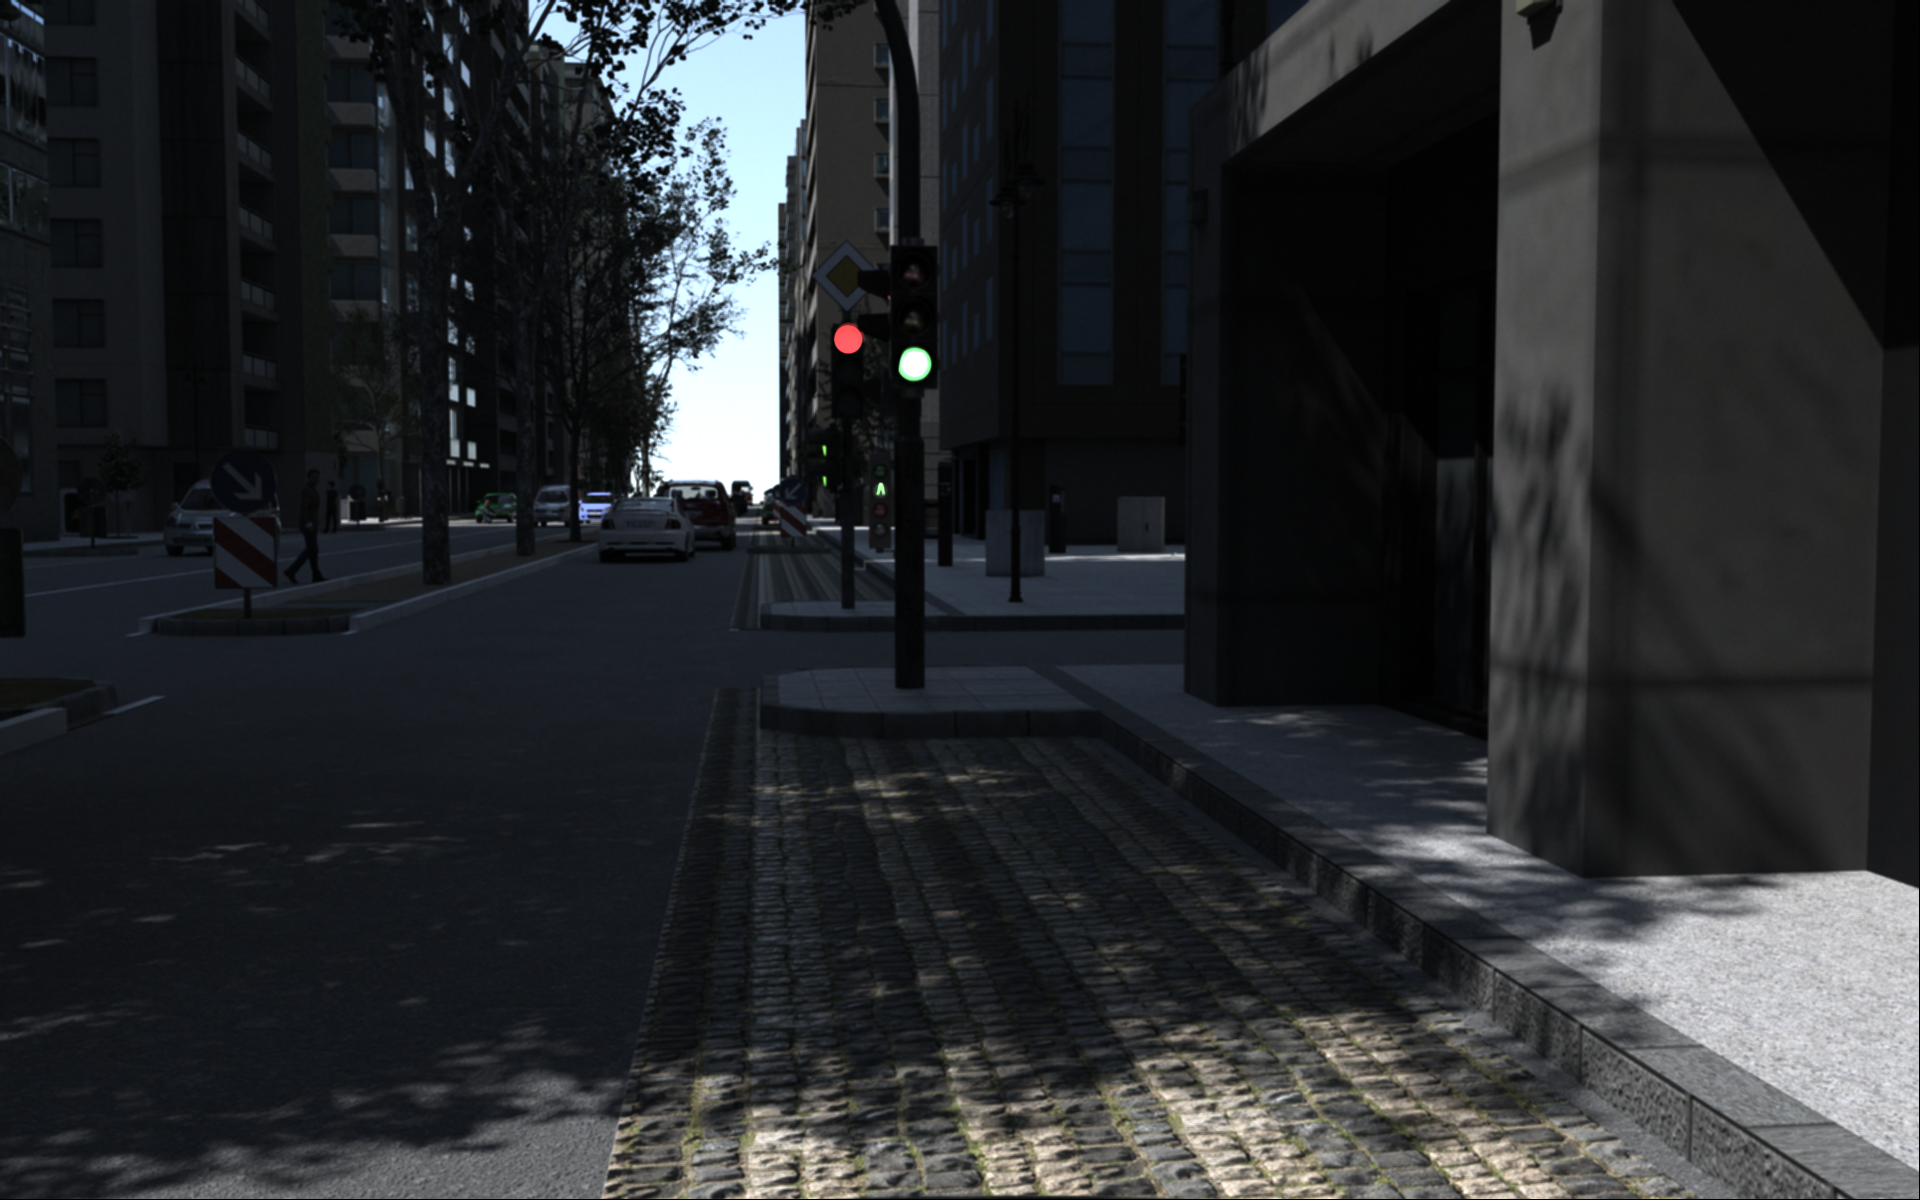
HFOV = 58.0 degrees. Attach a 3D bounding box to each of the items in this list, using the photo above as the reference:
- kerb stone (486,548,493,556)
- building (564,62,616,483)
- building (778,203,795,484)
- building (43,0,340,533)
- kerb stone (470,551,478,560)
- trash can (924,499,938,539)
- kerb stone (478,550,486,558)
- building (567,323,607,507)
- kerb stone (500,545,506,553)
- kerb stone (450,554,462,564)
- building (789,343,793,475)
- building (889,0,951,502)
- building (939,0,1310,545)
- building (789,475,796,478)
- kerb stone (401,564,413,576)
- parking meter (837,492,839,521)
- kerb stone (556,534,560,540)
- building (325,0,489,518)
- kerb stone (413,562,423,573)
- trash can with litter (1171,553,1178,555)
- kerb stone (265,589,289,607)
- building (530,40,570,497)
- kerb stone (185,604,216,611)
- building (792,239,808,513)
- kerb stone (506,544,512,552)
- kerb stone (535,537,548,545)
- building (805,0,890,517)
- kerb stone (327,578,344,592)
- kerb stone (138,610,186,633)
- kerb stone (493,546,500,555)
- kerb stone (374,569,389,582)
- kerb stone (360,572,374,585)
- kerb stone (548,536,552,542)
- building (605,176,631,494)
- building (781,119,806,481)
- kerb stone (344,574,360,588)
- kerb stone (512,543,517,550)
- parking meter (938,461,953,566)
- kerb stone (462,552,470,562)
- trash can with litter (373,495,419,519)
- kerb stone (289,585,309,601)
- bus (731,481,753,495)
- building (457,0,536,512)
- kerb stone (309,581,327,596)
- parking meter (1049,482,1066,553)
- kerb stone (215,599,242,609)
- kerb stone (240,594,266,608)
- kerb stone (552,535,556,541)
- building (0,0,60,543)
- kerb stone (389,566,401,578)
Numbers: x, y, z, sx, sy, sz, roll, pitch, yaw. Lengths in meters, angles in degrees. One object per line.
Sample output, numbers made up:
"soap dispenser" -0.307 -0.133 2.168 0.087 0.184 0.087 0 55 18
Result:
"kerb stone" -10.908 -1.062 39.702 0.120 0.150 1.000 0 4 -7
"building" -57.699 -38.293 215.324 28.713 52.752 27.495 0 4 -7
"building" -18.659 -34.378 245.679 14.154 41.232 14.086 0 4 -7
"building" -31.089 -23.066 60.726 14.154 41.232 14.086 0 4 -7
"kerb stone" -10.676 -0.946 37.662 0.120 0.150 1.000 0 4 -7
"trash can" -0.809 -2.334 49.808 0.748 1.137 0.748 0 3 0
"kerb stone" -10.791 -1.008 38.678 0.120 0.150 1.000 0 4 -7
"building" -53.677 -20.961 187.746 27.650 21.520 28.899 0 4 -7
"kerb stone" -11.141 -1.195 41.739 0.120 0.150 1.000 0 4 -7
"kerb stone" -10.440 -0.822 35.630 0.120 0.150 1.000 0 4 -7
"building" -5.023 -21.384 194.665 27.650 21.520 28.899 0 4 -7
"building" 7.280 -32.794 78.186 21.231 58.520 28.212 0 4 -7
"building" 6.988 -24.410 49.211 14.600 45.320 14.200 0 4 -7
"building" 0.401 -28.592 159.358 32.217 40.220 23.993 0 4 -7
"kerb stone" -9.849 -0.511 30.551 0.120 0.150 1.000 0 4 -7
"parking meter" -5.803 -4.573 83.184 0.372 1.533 0.369 0 3 0
"kerb stone" -12.430 -1.883 52.980 0.120 0.150 1.000 0 4 -7
"building" -42.363 -29.681 104.893 23.786 49.044 30.456 0 4 -7
"kerb stone" -9.966 -0.570 31.567 0.120 0.150 1.000 0 4 -7
"trash can with litter" 5.462 -1.515 35.835 2.233 1.210 1.678 3 4 36
"kerb stone" -8.911 -0.012 22.392 0.120 0.150 1.000 0 4 -7
"building" -42.087 -28.579 150.860 14.154 41.232 14.086 0 4 -7
"kerb stone" -8.558 0.175 19.336 0.120 0.150 1.000 0 4 -7
"building" 1.504 -17.642 133.485 27.650 21.520 28.899 0 4 -7
"kerb stone" -11.268 -1.258 42.769 0.120 0.150 1.000 0 4 -7
"kerb stone" -12.085 -1.694 49.927 0.120 0.150 1.000 0 4 -7
"building" 1.420 -29.572 107.202 21.300 48.544 21.600 0 4 -7
"kerb stone" -9.275 -0.199 25.448 0.120 0.150 1.000 0 4 -7
"kerb stone" -8.446 0.237 18.315 0.120 0.150 1.000 0 4 -7
"kerb stone" -11.020 -1.126 40.718 0.120 0.150 1.000 0 4 -7
"kerb stone" -9.616 -0.383 28.501 0.120 0.150 1.000 0 4 -7
"kerb stone" -9.507 -0.323 27.484 0.120 0.150 1.000 0 4 -7
"kerb stone" -12.201 -1.750 50.947 0.120 0.150 1.000 0 4 -7
"building" -52.795 -35.899 237.059 14.600 45.320 14.200 0 4 -7
"building" -11.207 -36.961 223.920 23.786 49.044 30.456 0 4 -7
"kerb stone" -9.384 -0.261 26.464 0.120 0.150 1.000 0 4 -7
"kerb stone" -11.378 -1.321 43.796 0.120 0.150 1.000 0 4 -7
"parking meter" -0.262 -1.538 30.850 0.255 1.863 0.399 0 4 0
"kerb stone" -10.560 -0.877 36.648 0.120 0.150 1.000 0 4 -7
"trash can with litter" -28.879 -4.741 88.571 2.233 1.210 1.678 1 4 14
"kerb stone" -9.033 -0.074 23.412 0.120 0.150 1.000 0 4 -7
"bus" -30.788 -15.266 244.456 2.948 3.499 13.247 0 4 -6
"building" -44.691 -31.046 131.296 21.300 48.544 21.600 0 4 -7
"kerb stone" -9.149 -0.133 24.434 0.120 0.150 1.000 0 4 -7
"parking meter" 2.118 -1.784 37.577 0.372 1.533 0.369 0 3 0
"kerb stone" -8.677 0.113 20.352 0.120 0.150 1.000 0 4 -7
"kerb stone" -8.799 0.052 21.370 0.120 0.150 1.000 0 4 -7
"kerb stone" -12.314 -1.821 51.962 0.120 0.150 1.000 0 4 -7
"building" -32.067 -43.784 28.544 22.319 86.520 31.000 0 4 -7
"kerb stone" -9.739 -0.447 29.528 0.120 0.150 1.000 0 4 -7
